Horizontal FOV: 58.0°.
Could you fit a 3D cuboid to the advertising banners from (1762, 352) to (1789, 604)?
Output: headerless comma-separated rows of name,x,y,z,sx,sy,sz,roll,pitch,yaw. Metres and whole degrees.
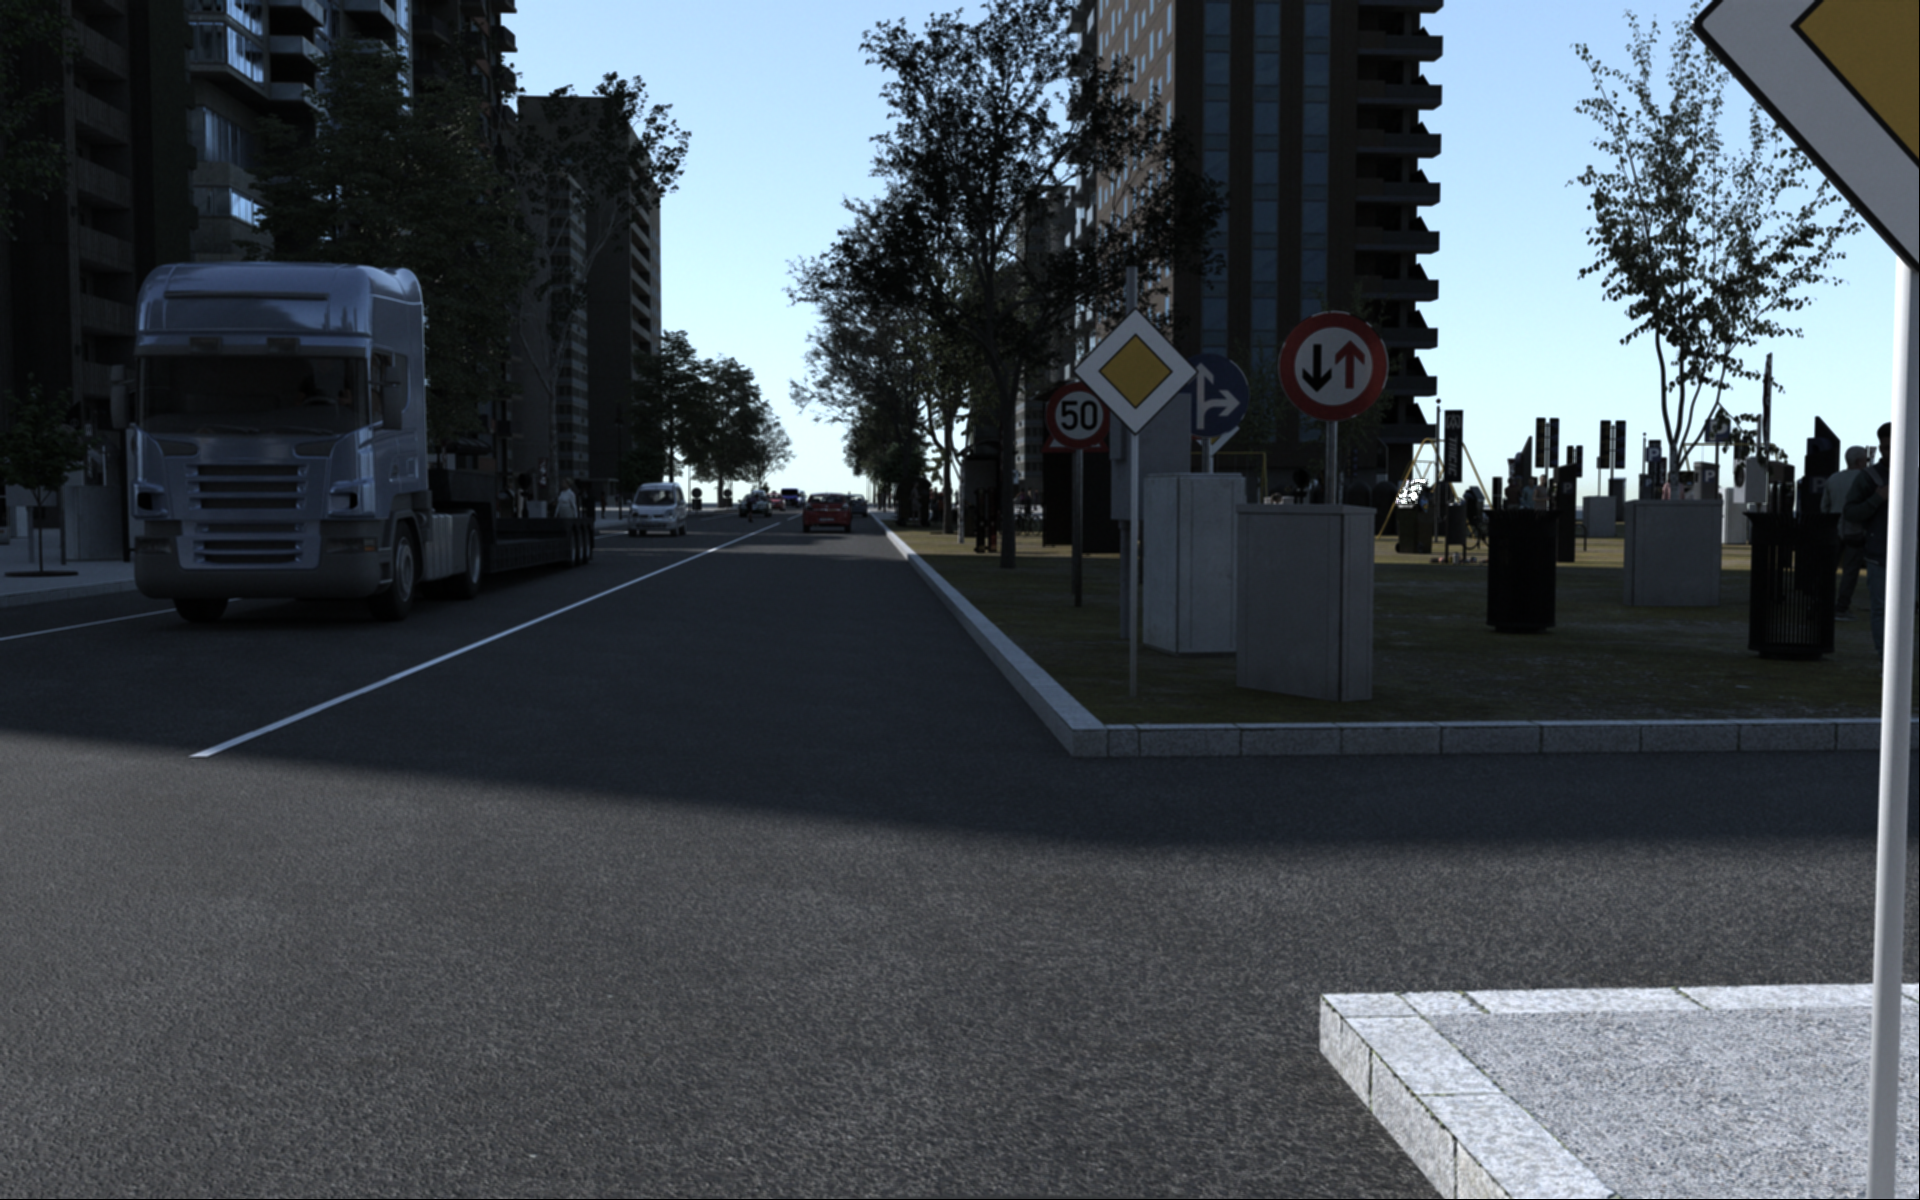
advertising banners,9.836,-1.513,20.929,0.090,3.025,2.074,1,4,19

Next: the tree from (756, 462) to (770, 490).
tree,-28.406,-17.953,243.897,4.737,8.622,4.395,0,3,0

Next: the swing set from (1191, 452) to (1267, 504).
swing set,10.096,-4.117,64.926,3.119,2.851,2.862,0,4,3

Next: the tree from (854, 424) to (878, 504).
tree,-11.546,-18.945,235.506,9.928,11.665,9.643,0,3,0

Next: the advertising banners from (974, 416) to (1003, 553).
advertising banners,0.708,-2.576,38.299,0.090,3.025,2.074,1,4,21

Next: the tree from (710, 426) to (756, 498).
tree,-23.928,-14.015,179.512,4.737,8.622,4.395,0,3,0

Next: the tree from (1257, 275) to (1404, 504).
tree,13.025,-6.651,59.099,4.737,8.622,4.395,0,3,0

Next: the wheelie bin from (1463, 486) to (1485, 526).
wheelie bin,20.791,-3.807,70.157,0.980,1.594,0.693,-3,5,-42

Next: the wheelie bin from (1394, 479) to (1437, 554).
wheelie bin,9.849,-1.809,37.478,0.693,1.594,0.980,-2,4,-32

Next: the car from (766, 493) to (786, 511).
car,-15.599,-8.305,144.819,2.155,1.783,4.494,0,4,-2

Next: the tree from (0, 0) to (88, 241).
tree,-13.945,-5.730,19.446,9.928,11.665,9.643,0,3,0

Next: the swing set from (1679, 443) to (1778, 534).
swing set,23.549,-3.416,53.479,3.119,2.851,2.862,0,4,-2

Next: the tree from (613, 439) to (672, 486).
tree,-18.574,-7.206,101.526,4.285,4.588,4.351,0,3,0

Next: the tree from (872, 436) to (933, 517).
tree,-3.063,-6.874,96.109,4.285,4.588,4.351,0,3,0

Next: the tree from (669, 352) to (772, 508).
tree,-21.795,-15.336,157.397,9.857,13.997,8.962,0,3,0

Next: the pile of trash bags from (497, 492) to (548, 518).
pile of trash bags,-20.224,-4.367,81.154,3.447,1.369,1.912,1,4,12

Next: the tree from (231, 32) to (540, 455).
tree,-14.511,-7.687,43.802,7.486,12.596,7.792,0,3,0

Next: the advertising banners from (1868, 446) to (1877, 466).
advertising banners,32.858,-4.099,63.212,2.074,3.025,0.090,-2,4,-33

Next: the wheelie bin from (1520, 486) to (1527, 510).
wheelie bin,23.631,-3.933,72.212,0.693,1.594,0.980,2,4,28

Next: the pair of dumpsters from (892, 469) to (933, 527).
pair of dumpsters,-1.904,-4.105,69.612,1.574,2.255,4.437,0,4,-3

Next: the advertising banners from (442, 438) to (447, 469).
advertising banners,-15.663,-3.491,53.266,0.090,3.025,2.074,-2,4,-28

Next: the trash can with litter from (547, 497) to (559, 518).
trash can with litter,-15.940,-3.404,67.044,1.055,1.170,0.624,-1,4,-11

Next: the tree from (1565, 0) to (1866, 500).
tree,10.993,-4.632,26.091,4.360,8.622,3.978,0,3,0

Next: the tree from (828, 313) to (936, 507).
tree,-6.440,-19.698,177.947,12.611,20.169,13.585,0,3,0

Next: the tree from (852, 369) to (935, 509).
tree,-6.017,-14.371,153.091,7.486,12.596,7.792,0,3,0

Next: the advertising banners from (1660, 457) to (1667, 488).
advertising banners,33.747,-5.224,81.601,0.090,3.025,2.074,-3,4,-37

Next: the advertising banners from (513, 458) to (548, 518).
advertising banners,-20.815,-5.336,83.438,2.074,3.025,0.090,-2,4,-31

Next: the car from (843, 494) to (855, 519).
car,-6.933,-5.177,96.449,2.131,1.459,4.920,0,4,-2

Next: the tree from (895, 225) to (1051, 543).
tree,0.155,-5.803,45.236,4.737,8.622,4.395,0,3,0

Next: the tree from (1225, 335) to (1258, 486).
tree,13.540,-7.900,79.533,4.737,8.622,4.395,0,3,0

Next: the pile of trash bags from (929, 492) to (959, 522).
pile of trash bags,-0.554,-4.356,80.975,1.912,1.369,3.447,1,4,10

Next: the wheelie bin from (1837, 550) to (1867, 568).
wheelie bin,15.461,-1.363,30.199,0.693,1.594,0.980,-2,4,-27

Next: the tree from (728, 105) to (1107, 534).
tree,-0.500,-8.859,55.223,12.009,13.543,11.850,0,3,0

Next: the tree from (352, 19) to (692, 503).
tree,-18.384,-13.194,71.609,12.611,20.169,13.585,0,3,0

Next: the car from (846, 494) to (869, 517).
car,-6.711,-5.915,108.707,2.014,1.417,4.499,0,4,-5

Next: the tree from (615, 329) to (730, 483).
tree,-19.773,-12.295,119.144,7.486,12.596,7.792,0,3,0

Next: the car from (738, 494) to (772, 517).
car,-12.808,-5.919,108.570,2.131,1.459,4.920,0,4,-3

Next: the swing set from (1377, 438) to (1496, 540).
swing set,13.948,-3.196,49.869,2.862,2.851,3.119,2,4,33

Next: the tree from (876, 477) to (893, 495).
tree,-5.729,-8.241,129.340,1.663,3.219,1.824,0,3,0

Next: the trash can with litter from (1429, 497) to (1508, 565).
trash can with litter,9.605,-1.301,32.333,2.233,1.210,1.678,-2,4,-34

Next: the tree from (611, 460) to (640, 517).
tree,-18.497,-6.275,97.199,1.663,3.219,1.824,0,3,0

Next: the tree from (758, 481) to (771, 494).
tree,-26.657,-14.830,237.072,1.663,3.219,1.824,0,3,0

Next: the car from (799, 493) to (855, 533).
car,-5.015,-3.443,65.340,2.155,1.783,4.494,0,4,-4

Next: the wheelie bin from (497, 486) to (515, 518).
wheelie bin,-18.577,-3.854,70.920,0.693,1.594,0.980,-1,4,-12

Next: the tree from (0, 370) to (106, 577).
tree,-14.575,-1.999,27.284,1.663,3.219,1.824,0,3,0

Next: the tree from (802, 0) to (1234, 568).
tree,1.044,-5.847,30.016,8.767,10.594,7.601,2,4,33

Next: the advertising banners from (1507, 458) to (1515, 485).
advertising banners,27.892,-5.450,85.296,2.074,3.025,0.090,-1,4,-9
